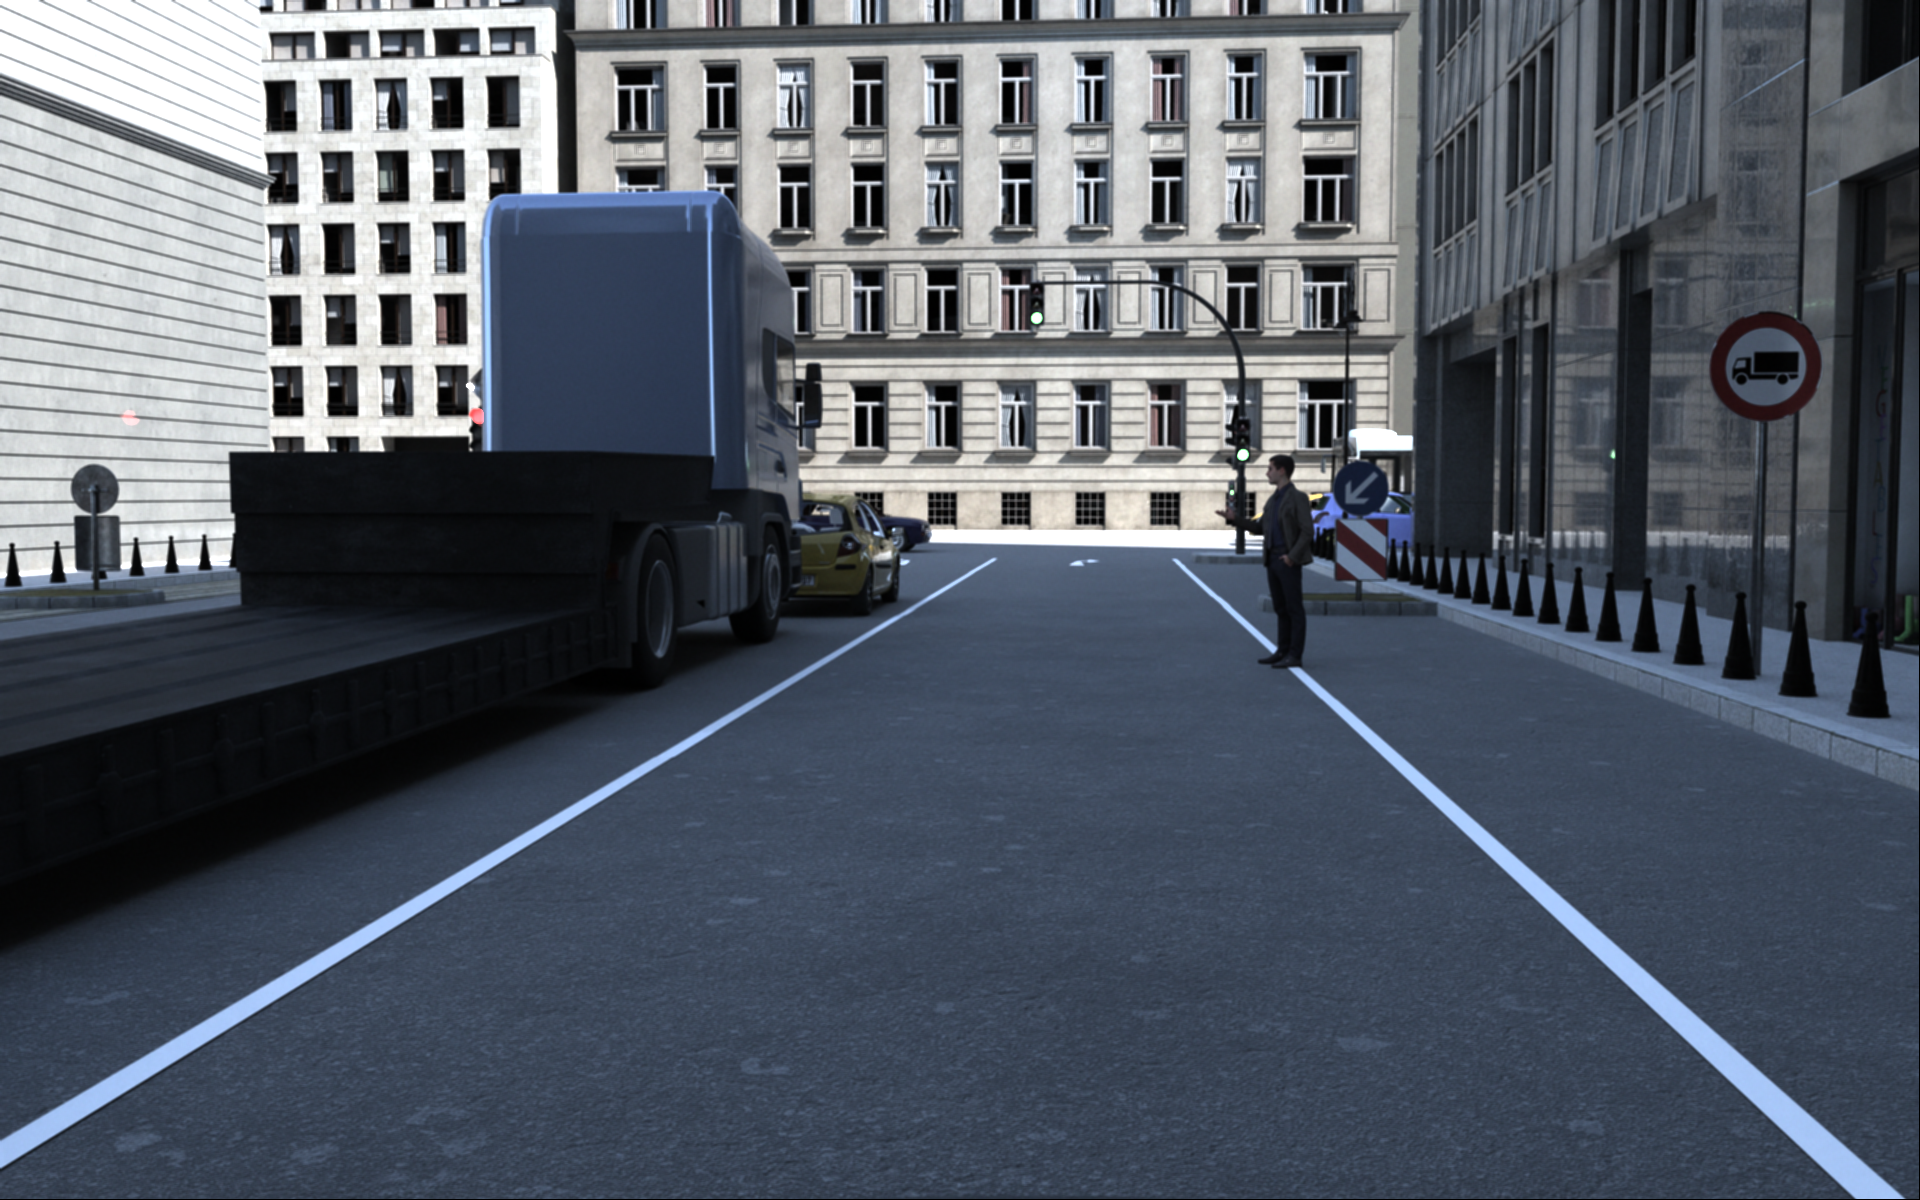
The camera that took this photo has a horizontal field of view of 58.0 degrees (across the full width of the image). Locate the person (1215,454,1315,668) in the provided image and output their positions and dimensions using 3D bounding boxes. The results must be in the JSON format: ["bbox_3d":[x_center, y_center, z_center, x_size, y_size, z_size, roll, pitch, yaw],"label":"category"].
[{"bbox_3d":[2.530,-0.329,14.405,0.750,1.759,0.617,0,4,-3],"label":"person"}]

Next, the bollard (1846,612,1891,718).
[{"bbox_3d":[5.258,0.369,10.004,0.229,0.601,0.229,0,3,0],"label":"bollard"}]

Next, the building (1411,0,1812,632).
[{"bbox_3d":[14.508,-12.645,24.762,12.078,24.808,19.932,0,4,5],"label":"building"}]

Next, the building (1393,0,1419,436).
[{"bbox_3d":[29.626,-32.682,158.055,21.300,48.544,21.600,0,4,5],"label":"building"}]

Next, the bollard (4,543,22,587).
[{"bbox_3d":[-13.154,-0.490,24.048,0.229,0.601,0.229,0,3,0],"label":"bollard"}]

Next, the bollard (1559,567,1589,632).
[{"bbox_3d":[5.766,-0.007,16.160,0.229,0.601,0.229,0,3,0],"label":"bollard"}]

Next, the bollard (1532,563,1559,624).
[{"bbox_3d":[5.848,-0.070,17.183,0.229,0.601,0.229,0,3,0],"label":"bollard"}]

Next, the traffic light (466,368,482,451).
[{"bbox_3d":[-10.459,-3.009,38.124,0.839,4.253,0.868,0,4,5],"label":"traffic light"}]

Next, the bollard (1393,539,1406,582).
[{"bbox_3d":[6.526,-0.573,25.406,0.229,0.601,0.229,0,3,0],"label":"bollard"}]

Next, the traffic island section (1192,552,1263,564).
[{"bbox_3d":[5.987,-0.894,36.903,2.009,0.180,2.903,0,4,5],"label":"traffic island section"}]

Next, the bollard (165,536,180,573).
[{"bbox_3d":[-12.817,-0.741,28.153,0.229,0.601,0.229,0,3,0],"label":"bollard"}]

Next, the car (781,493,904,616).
[{"bbox_3d":[-1.771,-0.714,21.891,2.015,1.641,3.980,0,4,5],"label":"car"}]

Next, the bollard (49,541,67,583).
[{"bbox_3d":[-13.069,-0.553,25.082,0.229,0.601,0.229,0,3,0],"label":"bollard"}]

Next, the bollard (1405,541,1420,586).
[{"bbox_3d":[6.443,-0.510,24.383,0.229,0.601,0.229,0,3,0],"label":"bollard"}]

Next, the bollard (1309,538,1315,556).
[{"bbox_3d":[7.373,-1.201,35.670,0.229,0.601,0.229,0,3,0],"label":"bollard"}]

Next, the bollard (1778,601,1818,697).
[{"bbox_3d":[5.344,0.307,11.028,0.229,0.601,0.229,0,3,0],"label":"bollard"}]

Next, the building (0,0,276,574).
[{"bbox_3d":[-29.695,-15.548,31.702,29.804,29.767,11.434,0,4,5],"label":"building"}]

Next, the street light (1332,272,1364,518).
[{"bbox_3d":[8.091,-3.882,36.251,0.468,5.910,1.993,0,4,5],"label":"street light"}]

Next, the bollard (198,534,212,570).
[{"bbox_3d":[-12.729,-0.804,29.189,0.229,0.601,0.229,0,3,0],"label":"bollard"}]

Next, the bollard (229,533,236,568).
[{"bbox_3d":[-12.644,-0.867,30.215,0.229,0.601,0.229,0,3,0],"label":"bollard"}]

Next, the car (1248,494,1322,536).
[{"bbox_3d":[10.777,-2.596,52.666,3.980,1.641,2.015,0,4,3],"label":"car"}]

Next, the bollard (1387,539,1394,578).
[{"bbox_3d":[6.609,-0.635,26.429,0.229,0.601,0.229,0,3,0],"label":"bollard"}]

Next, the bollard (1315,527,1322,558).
[{"bbox_3d":[7.288,-1.138,34.647,0.229,0.601,0.229,0,3,0],"label":"bollard"}]

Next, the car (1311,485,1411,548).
[{"bbox_3d":[9.946,-1.889,40.477,3.694,1.707,1.945,0,4,5],"label":"car"}]

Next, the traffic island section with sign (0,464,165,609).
[{"bbox_3d":[-11.482,-0.839,22.353,1.989,1.847,2.006,0,4,5],"label":"traffic island section with sign"}]

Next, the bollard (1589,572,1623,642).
[{"bbox_3d":[5.677,0.055,15.137,0.229,0.601,0.229,0,3,0],"label":"bollard"}]

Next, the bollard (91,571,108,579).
[{"bbox_3d":[-12.982,-0.616,26.105,0.229,0.601,0.229,0,3,0],"label":"bollard"}]

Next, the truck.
[{"bbox_3d":[-3.711,-1.223,9.749,2.967,4.110,18.799,0,4,6],"label":"truck"}]

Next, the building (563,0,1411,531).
[{"bbox_3d":[1.252,-14.304,67.149,30.059,22.955,16.112,0,4,5],"label":"building"}]

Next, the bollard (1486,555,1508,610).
[{"bbox_3d":[6.021,-0.196,19.244,0.229,0.601,0.229,0,3,0],"label":"bollard"}]

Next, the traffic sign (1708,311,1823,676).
[{"bbox_3d":[5.631,-0.739,12.195,0.768,2.556,0.104,0,4,5],"label":"traffic sign"}]

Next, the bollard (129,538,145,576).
[{"bbox_3d":[-12.900,-0.678,27.129,0.229,0.601,0.229,0,3,0],"label":"bollard"}]

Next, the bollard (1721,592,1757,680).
[{"bbox_3d":[5.426,0.244,12.051,0.229,0.601,0.229,0,3,0],"label":"bollard"}]

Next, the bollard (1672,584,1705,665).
[{"bbox_3d":[5.509,0.181,13.075,0.229,0.601,0.229,0,3,0],"label":"bollard"}]

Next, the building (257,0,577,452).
[{"bbox_3d":[-22.387,-12.922,66.021,16.860,20.320,10.420,0,4,5],"label":"building"}]

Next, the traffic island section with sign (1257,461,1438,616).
[{"bbox_3d":[4.718,-0.779,21.363,1.989,1.847,2.006,0,4,5],"label":"traffic island section with sign"}]

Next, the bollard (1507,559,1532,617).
[{"bbox_3d":[5.932,-0.133,18.221,0.229,0.601,0.229,0,3,0],"label":"bollard"}]

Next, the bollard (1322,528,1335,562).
[{"bbox_3d":[7.204,-1.075,33.624,0.229,0.601,0.229,0,3,0],"label":"bollard"}]

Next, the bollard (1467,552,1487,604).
[{"bbox_3d":[6.105,-0.258,20.268,0.229,0.601,0.229,0,3,0],"label":"bollard"}]

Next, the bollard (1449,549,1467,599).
[{"bbox_3d":[6.187,-0.321,21.291,0.229,0.601,0.229,0,3,0],"label":"bollard"}]

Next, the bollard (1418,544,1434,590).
[{"bbox_3d":[6.359,-0.448,23.359,0.229,0.601,0.229,0,3,0],"label":"bollard"}]

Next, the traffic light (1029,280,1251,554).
[{"bbox_3d":[3.856,-3.802,36.823,4.771,5.953,1.251,0,4,5],"label":"traffic light"}]

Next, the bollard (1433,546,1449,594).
[{"bbox_3d":[6.271,-0.385,22.336,0.229,0.601,0.229,0,3,0],"label":"bollard"}]

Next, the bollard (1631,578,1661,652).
[{"bbox_3d":[5.596,0.118,14.113,0.229,0.601,0.229,0,3,0],"label":"bollard"}]

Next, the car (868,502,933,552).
[{"bbox_3d":[-2.673,-1.878,43.283,3.894,1.354,1.945,0,4,7],"label":"car"}]

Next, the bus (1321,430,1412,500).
[{"bbox_3d":[15.890,-3.171,46.704,13.247,3.499,2.948,0,4,5],"label":"bus"}]
